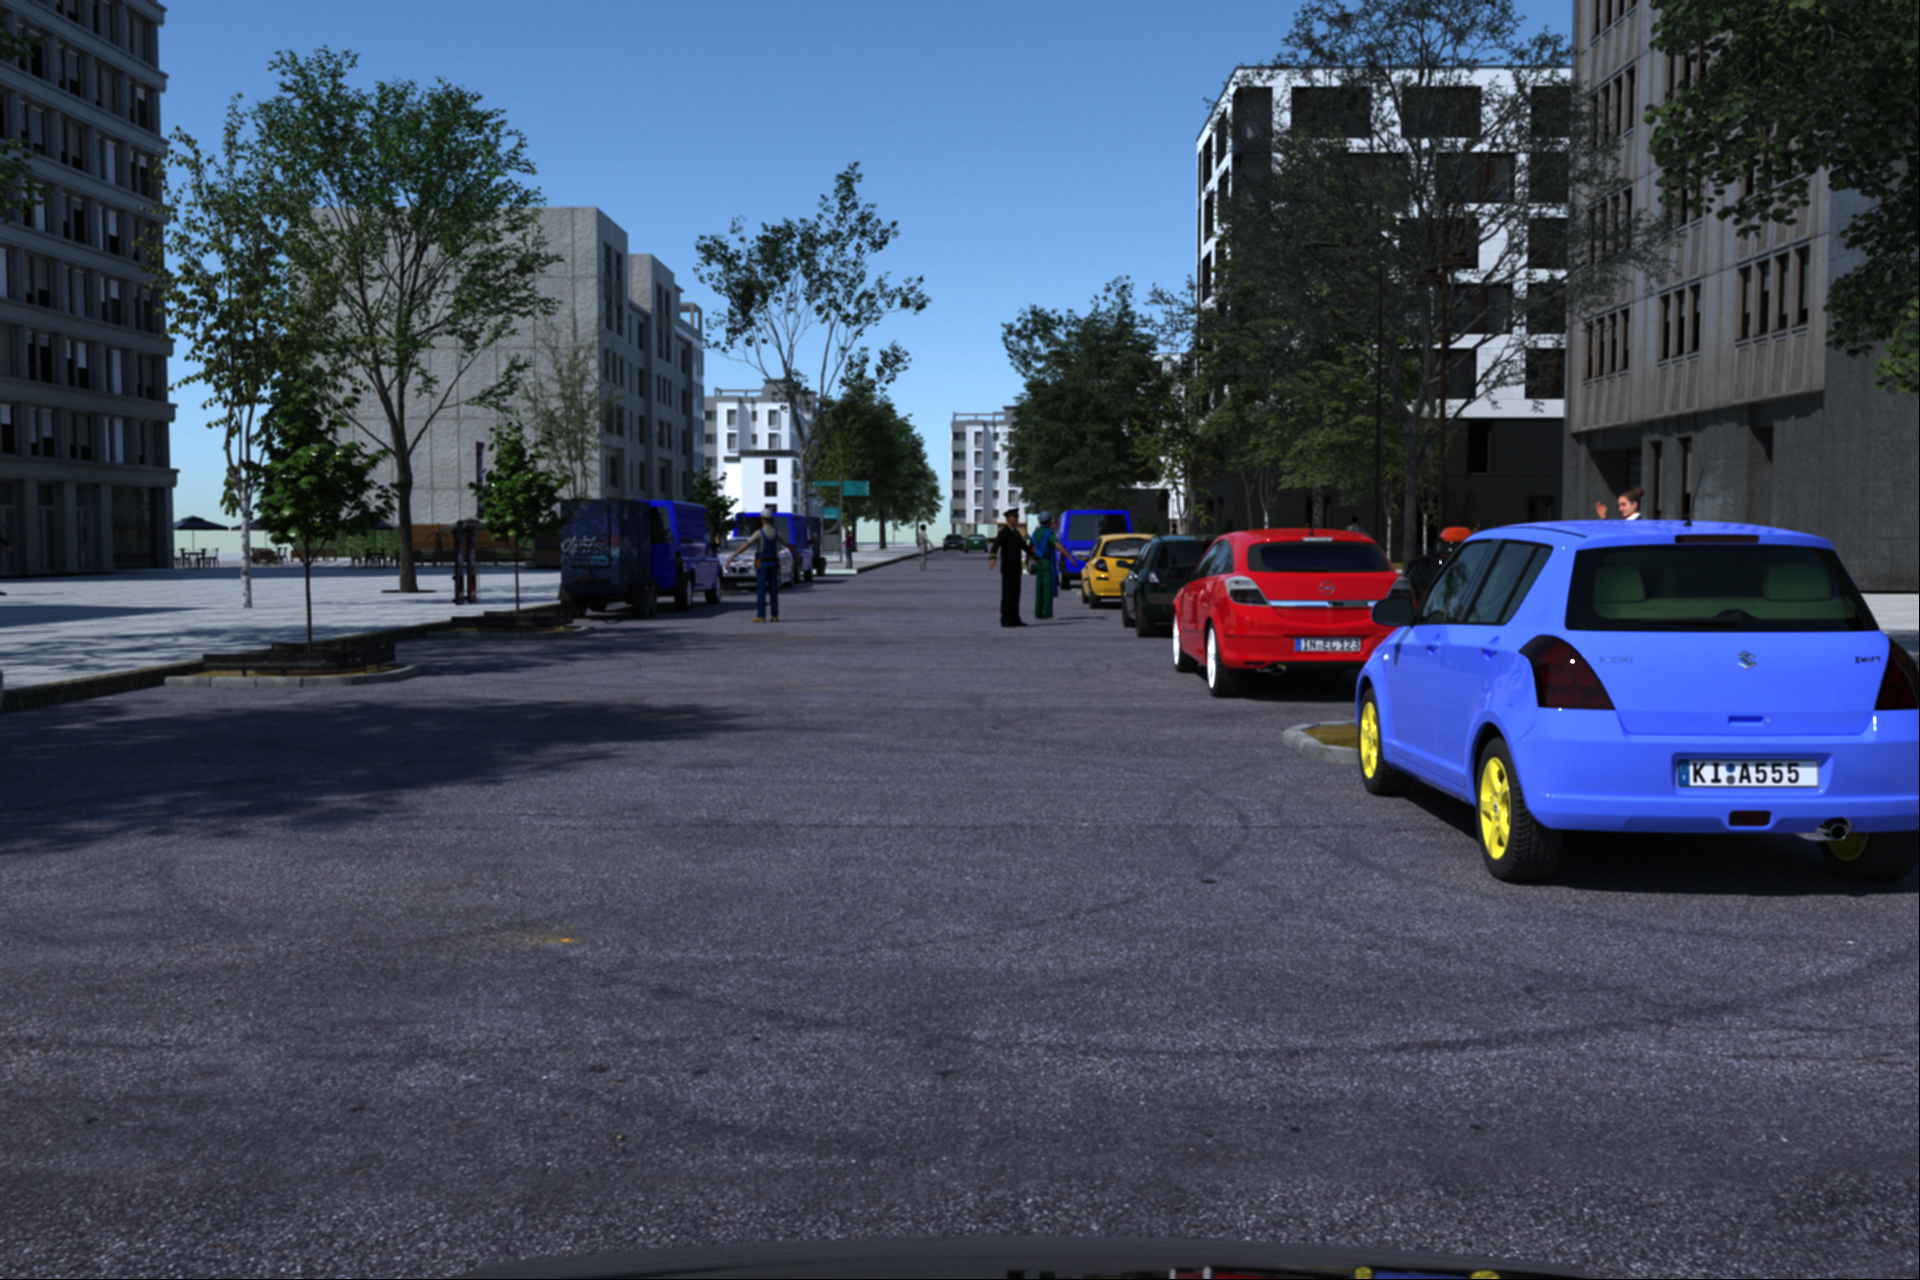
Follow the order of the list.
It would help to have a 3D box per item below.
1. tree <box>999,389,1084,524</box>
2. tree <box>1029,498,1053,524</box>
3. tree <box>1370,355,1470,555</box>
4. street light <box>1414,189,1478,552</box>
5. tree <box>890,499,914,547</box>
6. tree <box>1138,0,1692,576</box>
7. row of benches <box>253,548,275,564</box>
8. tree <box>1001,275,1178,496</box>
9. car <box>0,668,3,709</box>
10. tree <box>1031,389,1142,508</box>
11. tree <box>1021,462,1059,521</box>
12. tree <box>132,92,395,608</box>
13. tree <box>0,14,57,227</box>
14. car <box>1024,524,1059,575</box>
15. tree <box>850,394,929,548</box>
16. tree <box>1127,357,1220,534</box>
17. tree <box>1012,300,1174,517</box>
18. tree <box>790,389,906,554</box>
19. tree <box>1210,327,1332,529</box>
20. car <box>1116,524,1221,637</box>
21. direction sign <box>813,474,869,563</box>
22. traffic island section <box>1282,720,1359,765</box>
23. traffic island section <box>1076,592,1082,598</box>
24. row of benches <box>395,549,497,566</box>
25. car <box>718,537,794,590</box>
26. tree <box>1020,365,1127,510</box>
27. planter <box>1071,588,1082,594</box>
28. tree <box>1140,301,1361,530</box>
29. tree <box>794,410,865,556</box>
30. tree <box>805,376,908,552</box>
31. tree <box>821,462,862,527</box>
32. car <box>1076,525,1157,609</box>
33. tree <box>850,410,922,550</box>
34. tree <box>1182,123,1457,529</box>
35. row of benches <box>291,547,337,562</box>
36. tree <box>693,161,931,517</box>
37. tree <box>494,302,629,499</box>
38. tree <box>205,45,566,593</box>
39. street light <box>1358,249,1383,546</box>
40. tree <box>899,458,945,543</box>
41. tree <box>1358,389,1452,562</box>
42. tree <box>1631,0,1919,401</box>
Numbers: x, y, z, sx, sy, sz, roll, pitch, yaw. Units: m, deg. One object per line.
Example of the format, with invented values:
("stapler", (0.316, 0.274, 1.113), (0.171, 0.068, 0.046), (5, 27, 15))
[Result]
("tree", (8.117, -14.537, 144.335), (9.857, 13.997, 8.962), (0, 3, 0))
("tree", (8.934, -12.970, 162.429), (4.360, 8.622, 3.978), (0, 3, 0))
("tree", (18.707, -7.237, 68.687), (4.360, 8.622, 3.978), (0, 3, 0))
("street light", (6.609, -3.115, 23.722), (0.468, 5.910, 1.993), (0, 4, 1))
("tree", (-6.211, -13.322, 168.175), (4.737, 8.622, 4.395), (0, 3, 0))
("tree", (9.268, -7.631, 35.140), (12.009, 13.543, 11.850), (0, 3, 0))
("row of benches", (-30.821, -3.741, 76.621), (1.422, 0.672, 4.104), (-2, 4, -25))
("tree", (9.644, -16.560, 126.644), (12.611, 20.169, 13.585), (0, 3, 0))
("car", (-6.459, 0.232, 8.207), (2.014, 1.417, 4.499), (0, 4, 1))
("tree", (7.763, -10.528, 106.539), (7.601, 10.594, 8.767), (1, 4, 14))
("tree", (8.865, -14.004, 154.719), (9.928, 11.665, 9.643), (0, 3, 0))
("tree", (-12.256, -4.874, 30.055), (4.737, 8.622, 4.395), (0, 3, 0))
("tree", (-12.218, -5.517, 15.951), (9.928, 11.665, 9.643), (0, 3, 0))
("car", (3.469, -3.292, 62.504), (2.281, 1.827, 5.304), (0, 4, 1))
("tree", (-6.939, -15.290, 156.650), (9.857, 13.997, 8.962), (0, 3, 0))
("tree", (9.019, -7.374, 70.928), (4.737, 8.622, 4.395), (0, 3, 0))
("tree", (7.406, -11.586, 96.084), (9.857, 13.997, 8.962), (0, 3, 0))
("tree", (-7.002, -10.755, 110.253), (8.767, 10.594, 7.601), (2, 4, 31))
("tree", (10.071, -6.589, 58.094), (4.360, 8.622, 3.978), (0, 3, 0))
("car", (3.336, -0.958, 25.448), (2.009, 1.686, 4.222), (0, 4, 1))
("direction sign", (-5.336, -5.469, 78.173), (2.525, 3.948, 1.411), (0, 4, 0))
("traffic island section", (3.206, 0.693, 11.538), (1.991, 0.108, 1.994), (0, 4, 0))
("traffic island section", (3.663, -1.014, 39.437), (1.991, 0.108, 1.994), (0, 4, 1))
("row of benches", (-20.835, -3.335, 69.985), (4.104, 0.672, 1.422), (-1, 4, -18))
("car", (-5.490, -2.034, 45.610), (2.083, 1.381, 4.827), (0, 4, 1))
("tree", (7.939, -12.098, 115.924), (7.486, 12.596, 7.792), (0, 3, 0))
("planter", (3.699, -1.281, 42.090), (1.991, 0.319, 1.994), (0, 4, 2))
("tree", (10.914, -7.946, 64.327), (8.767, 10.594, 7.601), (0, 4, 6))
("tree", (-7.447, -9.261, 101.782), (4.737, 8.622, 4.395), (0, 3, 0))
("tree", (-7.545, -12.581, 123.822), (7.486, 12.596, 7.792), (0, 3, 0))
("tree", (-18.235, -21.303, 254.965), (9.857, 13.997, 8.962), (0, 3, 0))
("car", (3.344, -1.489, 34.572), (2.015, 1.641, 3.980), (0, 4, 1))
("tree", (-6.574, -13.300, 143.203), (9.928, 11.665, 9.643), (0, 3, 0))
("tree", (10.110, -7.998, 48.891), (7.486, 12.596, 7.792), (0, 3, 0))
("row of benches", (-30.298, -4.030, 81.348), (1.422, 0.672, 4.104), (0, 4, 1))
("tree", (-7.690, -14.282, 89.392), (12.611, 20.169, 13.585), (0, 3, 0))
("tree", (-11.867, -6.376, 54.615), (4.360, 8.622, 3.978), (0, 3, 0))
("tree", (-12.252, -6.850, 37.752), (9.928, 11.665, 9.643), (0, 3, 0))
("street light", (7.215, -3.367, 27.594), (1.470, 5.913, 1.316), (0, 4, 1))
("tree", (-5.885, -20.568, 254.419), (7.486, 12.596, 7.792), (0, 3, 0))
("tree", (18.505, -7.532, 73.511), (4.737, 8.622, 4.395), (0, 3, 0))
("tree", (9.450, -6.520, 13.255), (9.857, 13.997, 8.962), (0, 3, 0))
